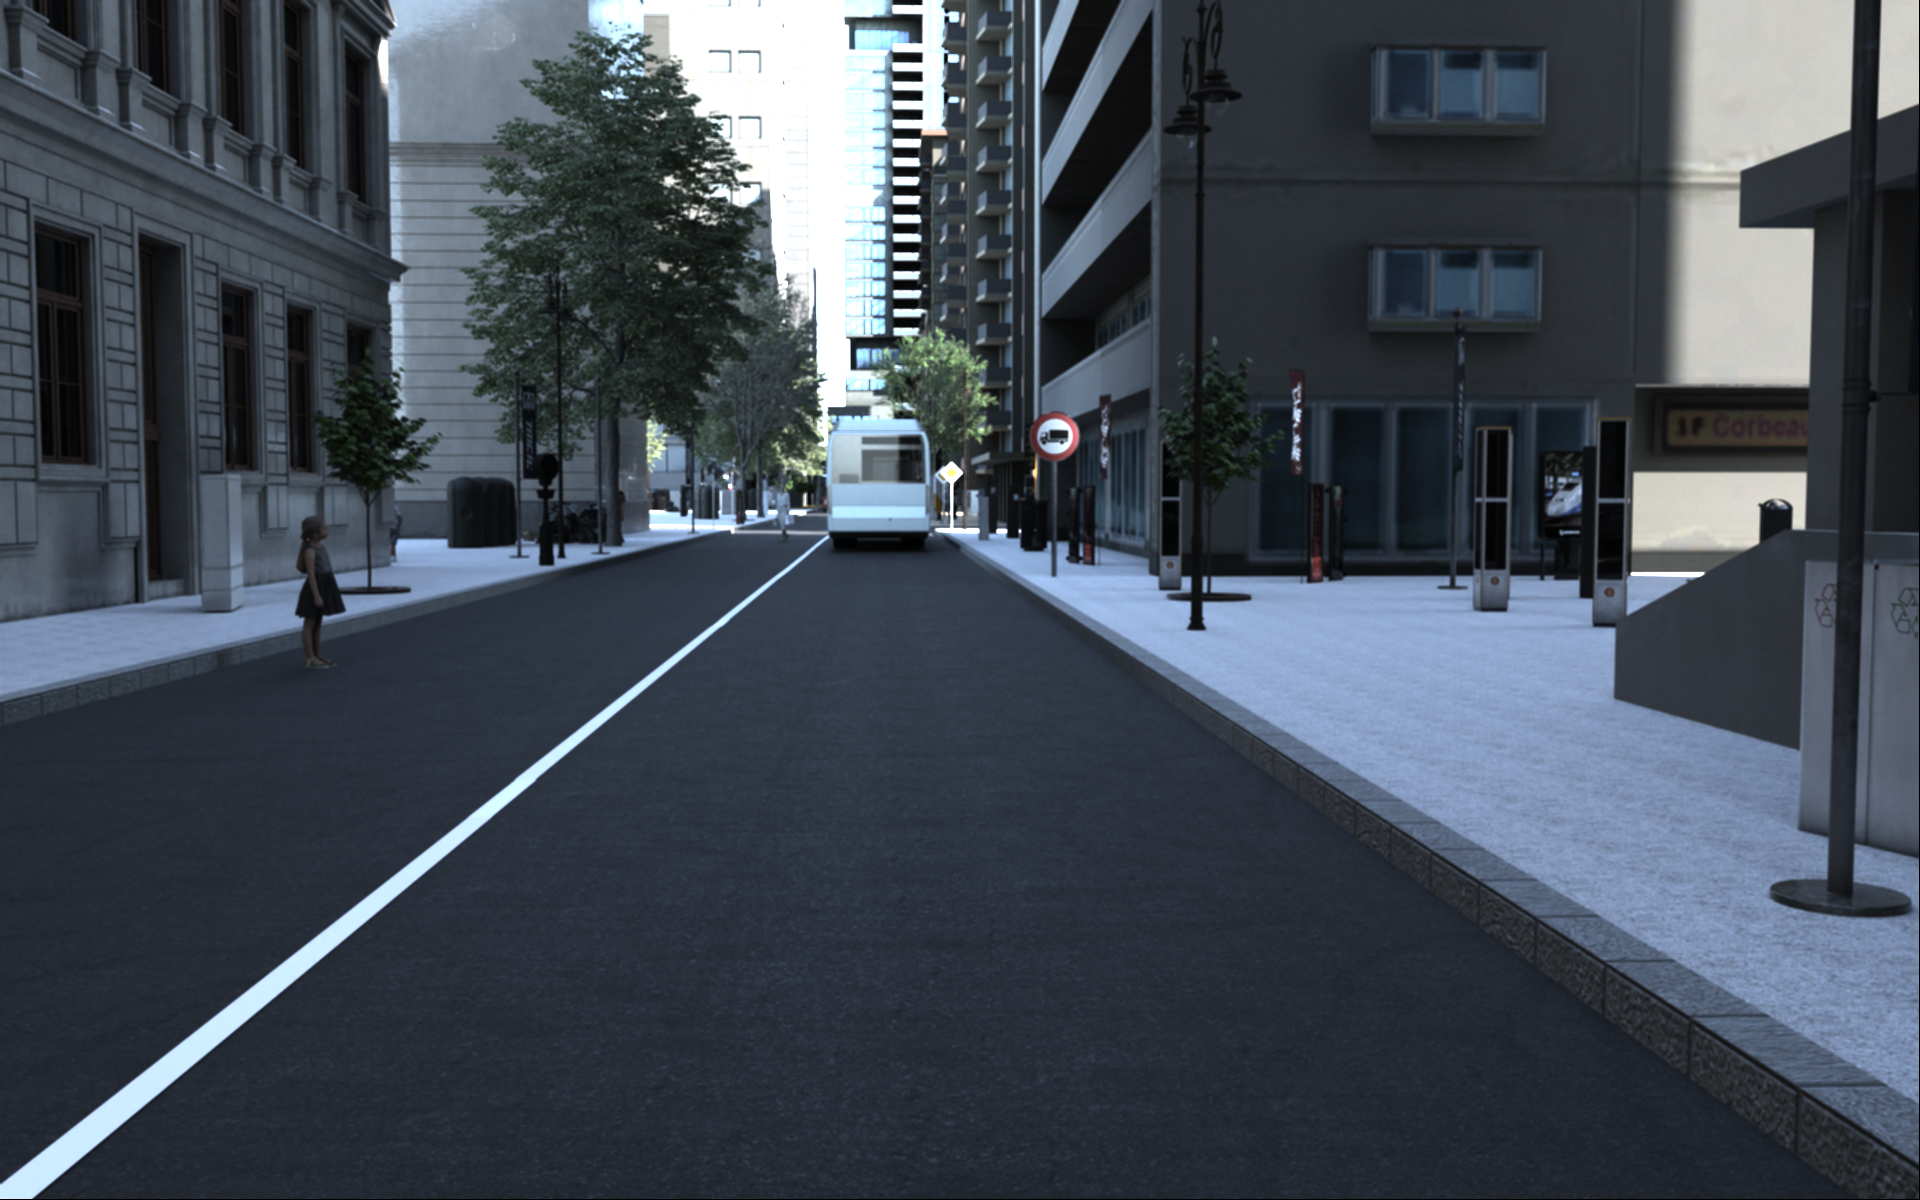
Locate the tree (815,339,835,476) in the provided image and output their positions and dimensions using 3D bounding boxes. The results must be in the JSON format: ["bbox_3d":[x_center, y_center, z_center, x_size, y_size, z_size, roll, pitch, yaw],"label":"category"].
[{"bbox_3d":[-10.898,-10.765,94.127,7.486,12.596,7.792,0,3,0],"label":"tree"}]

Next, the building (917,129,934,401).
[{"bbox_3d":[6.124,-33.725,206.033,22.147,44.769,28.867,0,4,-3],"label":"building"}]

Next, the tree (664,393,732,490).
[{"bbox_3d":[-15.744,-9.624,107.719,4.737,8.622,4.395,0,3,0],"label":"tree"}]

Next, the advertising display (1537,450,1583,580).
[{"bbox_3d":[9.063,-1.260,25.822,0.974,1.923,0.123,-1,4,-18],"label":"advertising display"}]

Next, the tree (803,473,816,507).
[{"bbox_3d":[-14.144,-9.819,155.143,1.663,3.219,1.824,0,3,0],"label":"tree"}]

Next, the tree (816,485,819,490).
[{"bbox_3d":[-14.510,-10.521,166.621,1.663,3.219,1.824,0,3,0],"label":"tree"}]

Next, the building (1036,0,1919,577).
[{"bbox_3d":[13.230,-25.241,36.395,21.300,48.544,21.600,0,4,-3],"label":"building"}]

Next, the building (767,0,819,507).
[{"bbox_3d":[-27.777,-47.064,207.744,20.611,71.187,20.563,0,4,-3],"label":"building"}]

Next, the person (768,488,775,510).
[{"bbox_3d":[-14.901,-7.913,135.775,0.624,1.780,0.694,3,5,44],"label":"person"}]

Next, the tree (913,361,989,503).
[{"bbox_3d":[-0.525,-8.862,95.250,4.737,8.622,4.395,0,3,0],"label":"tree"}]

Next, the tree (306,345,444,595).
[{"bbox_3d":[-7.580,-1.710,22.559,1.663,3.219,1.824,0,3,0],"label":"tree"}]

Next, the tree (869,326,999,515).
[{"bbox_3d":[-1.540,-11.185,108.627,9.928,11.665,9.643,0,3,0],"label":"tree"}]

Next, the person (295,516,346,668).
[{"bbox_3d":[-5.319,-0.076,14.407,0.373,1.253,0.362,0,4,5],"label":"person"}]

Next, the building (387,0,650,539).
[{"bbox_3d":[-22.777,-15.706,54.062,25.104,27.353,12.463,0,4,-3],"label":"building"}]

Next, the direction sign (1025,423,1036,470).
[{"bbox_3d":[2.515,-3.889,55.576,0.876,3.537,0.379,0,4,6],"label":"direction sign"}]

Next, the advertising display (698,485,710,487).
[{"bbox_3d":[-17.786,-7.048,120.451,0.123,1.923,0.974,3,5,41],"label":"advertising display"}]

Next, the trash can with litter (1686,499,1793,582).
[{"bbox_3d":[11.280,-0.817,24.418,1.678,1.210,2.233,-1,4,-19],"label":"trash can with litter"}]

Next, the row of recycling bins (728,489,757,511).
[{"bbox_3d":[-17.269,-7.718,133.302,3.534,1.692,1.069,1,4,9],"label":"row of recycling bins"}]

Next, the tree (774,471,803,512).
[{"bbox_3d":[-12.832,-8.048,126.183,1.663,3.219,1.824,0,3,0],"label":"tree"}]

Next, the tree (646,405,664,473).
[{"bbox_3d":[-23.322,-10.784,126.680,4.737,8.622,4.395,0,3,0],"label":"tree"}]

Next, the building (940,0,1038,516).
[{"bbox_3d":[9.764,-29.056,129.686,22.147,44.769,28.867,0,4,-3],"label":"building"}]

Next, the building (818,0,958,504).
[{"bbox_3d":[-4.253,-56.663,239.110,31.000,86.520,22.319,0,4,-3],"label":"building"}]

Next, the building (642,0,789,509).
[{"bbox_3d":[-29.792,-34.745,157.322,28.713,52.752,27.495,0,4,-3],"label":"building"}]

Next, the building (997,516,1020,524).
[{"bbox_3d":[15.133,-26.080,81.031,28.867,44.769,22.147,0,4,-3],"label":"building"}]

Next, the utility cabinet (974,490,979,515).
[{"bbox_3d":[0.967,-5.883,104.863,0.318,1.500,1.173,-3,5,-45],"label":"utility cabinet"}]

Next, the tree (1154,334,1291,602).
[{"bbox_3d":[3.175,-1.618,21.064,1.663,3.219,1.824,0,3,0],"label":"tree"}]

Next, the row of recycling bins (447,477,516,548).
[{"bbox_3d":[-11.724,-2.175,42.674,1.069,1.692,3.534,0,4,1],"label":"row of recycling bins"}]

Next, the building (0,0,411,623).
[{"bbox_3d":[-14.666,-11.263,20.306,11.583,22.565,21.152,0,4,-3],"label":"building"}]

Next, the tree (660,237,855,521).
[{"bbox_3d":[-10.263,-10.526,82.468,12.009,13.543,11.850,0,3,0],"label":"tree"}]

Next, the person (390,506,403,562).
[{"bbox_3d":[-10.743,-1.351,32.811,0.352,1.250,0.332,-2,4,-27],"label":"person"}]

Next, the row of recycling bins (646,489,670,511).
[{"bbox_3d":[-23.626,-7.718,133.296,1.069,1.692,3.534,2,4,27],"label":"row of recycling bins"}]

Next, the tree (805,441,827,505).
[{"bbox_3d":[-16.403,-15.090,197.084,4.360,8.622,3.978,0,3,0],"label":"tree"}]

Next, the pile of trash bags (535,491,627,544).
[{"bbox_3d":[-9.802,-2.227,46.156,1.912,1.369,3.447,1,4,14],"label":"pile of trash bags"}]

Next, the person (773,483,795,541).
[{"bbox_3d":[-5.324,-2.673,52.550,0.694,1.780,0.624,3,5,40],"label":"person"}]

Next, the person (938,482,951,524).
[{"bbox_3d":[-0.633,-4.157,74.201,0.526,1.800,0.537,-1,4,-13],"label":"person"}]

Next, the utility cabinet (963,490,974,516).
[{"bbox_3d":[0.410,-5.653,101.106,0.318,1.500,1.173,1,4,10],"label":"utility cabinet"}]

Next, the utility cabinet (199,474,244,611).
[{"bbox_3d":[-8.193,-0.643,19.199,0.318,1.500,1.173,-1,4,-16],"label":"utility cabinet"}]

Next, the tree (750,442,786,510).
[{"bbox_3d":[-15.447,-11.542,139.071,4.737,8.622,4.395,0,3,0],"label":"tree"}]

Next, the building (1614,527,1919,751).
[{"bbox_3d":[20.505,-19.056,3.440,32.217,40.220,23.993,0,4,-3],"label":"building"}]

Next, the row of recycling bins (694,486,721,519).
[{"bbox_3d":[-13.173,-5.045,89.601,1.069,1.692,3.534,-1,4,-17],"label":"row of recycling bins"}]

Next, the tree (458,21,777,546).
[{"bbox_3d":[-8.096,-7.593,42.268,7.486,12.596,7.792,0,3,0],"label":"tree"}]

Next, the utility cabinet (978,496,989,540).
[{"bbox_3d":[0.675,-2.282,48.464,0.306,1.237,1.020,0,4,1],"label":"utility cabinet"}]

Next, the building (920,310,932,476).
[{"bbox_3d":[10.099,-20.330,177.437,27.650,21.520,28.899,0,4,-3],"label":"building"}]

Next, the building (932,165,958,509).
[{"bbox_3d":[4.423,-23.454,155.181,14.160,30.474,14.107,0,4,-3],"label":"building"}]

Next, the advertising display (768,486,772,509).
[{"bbox_3d":[-15.905,-8.527,144.633,0.123,1.923,0.974,1,4,21],"label":"advertising display"}]

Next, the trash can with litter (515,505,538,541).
[{"bbox_3d":[-11.983,-2.184,47.097,1.055,1.170,0.624,0,4,1],"label":"trash can with litter"}]

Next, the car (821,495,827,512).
[{"bbox_3d":[-10.206,-8.065,140.896,2.155,1.783,4.494,0,4,-2],"label":"car"}]
